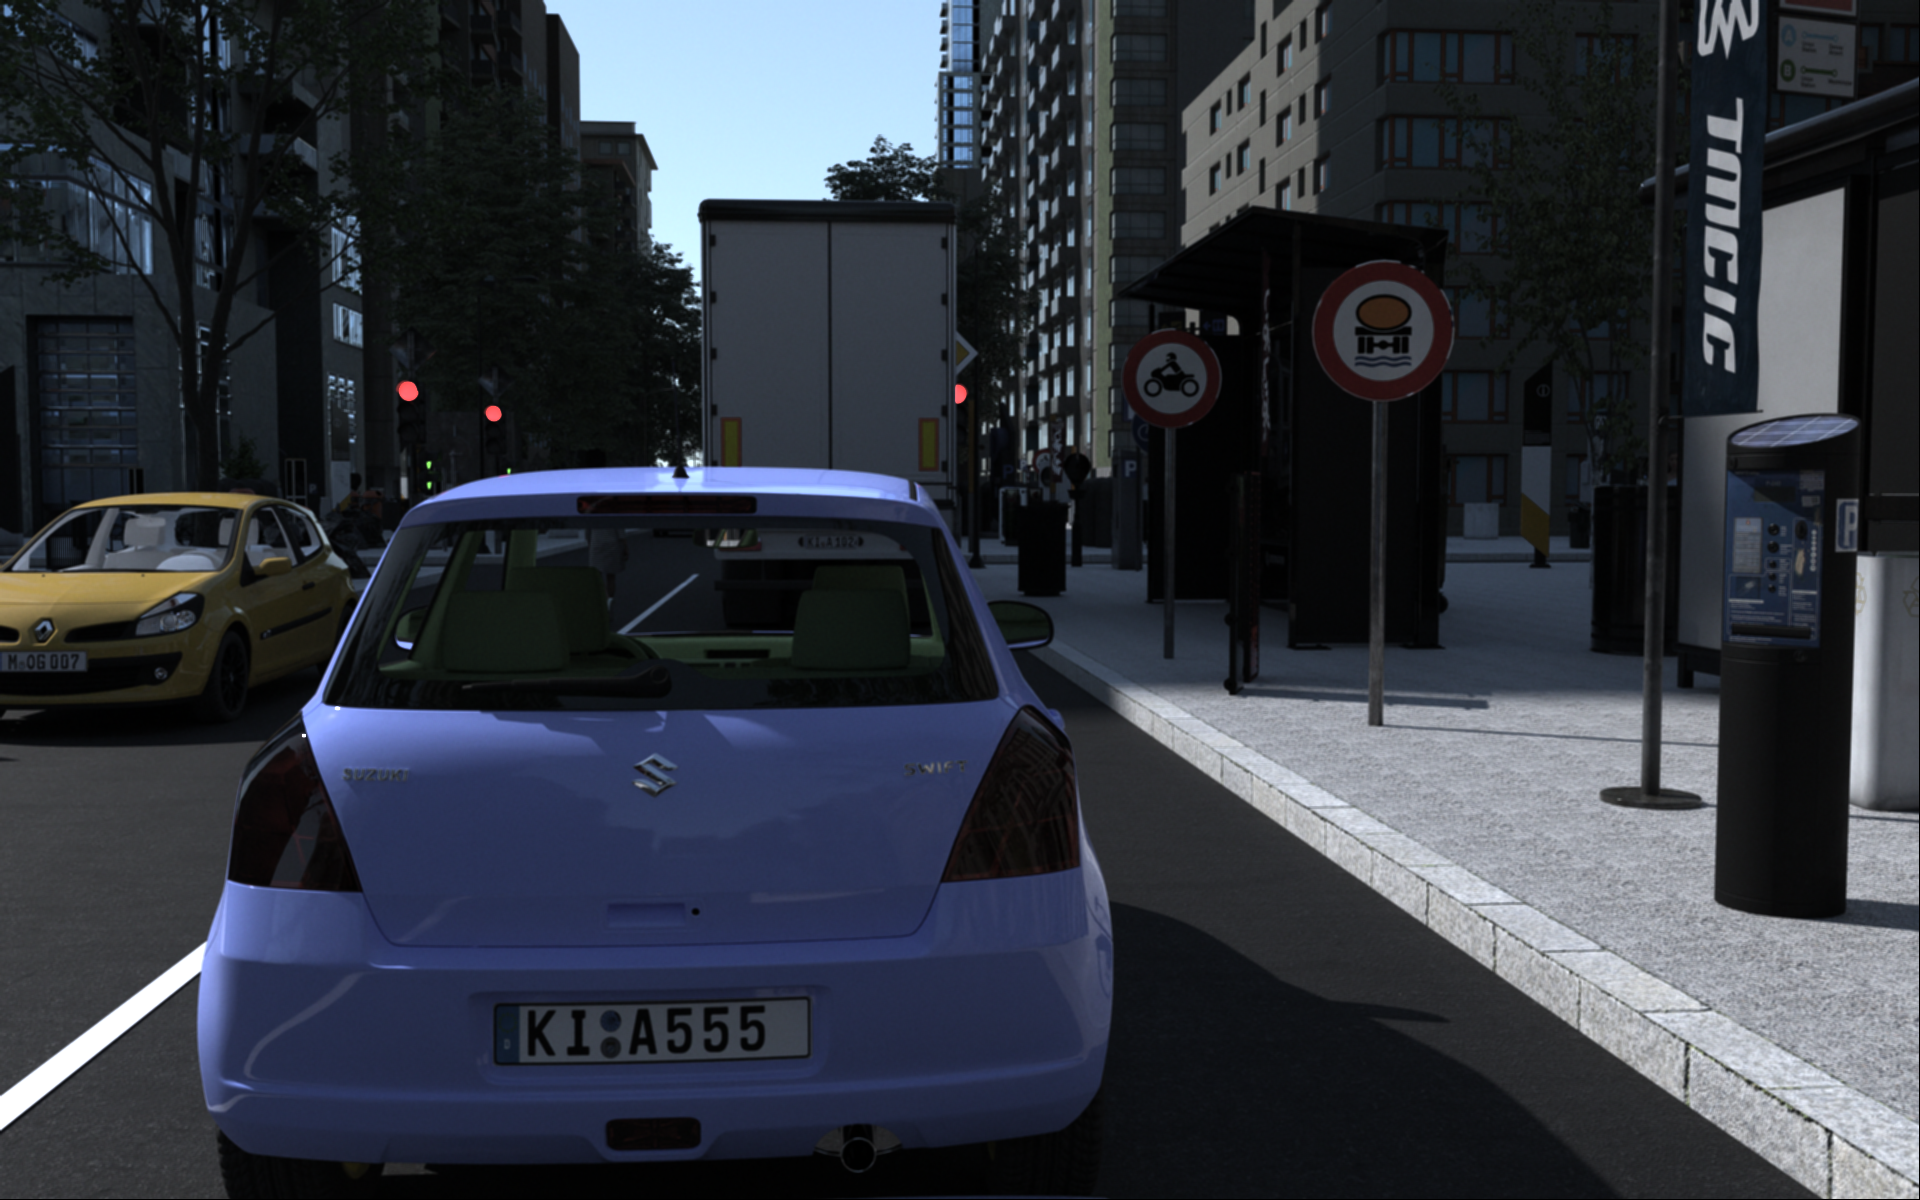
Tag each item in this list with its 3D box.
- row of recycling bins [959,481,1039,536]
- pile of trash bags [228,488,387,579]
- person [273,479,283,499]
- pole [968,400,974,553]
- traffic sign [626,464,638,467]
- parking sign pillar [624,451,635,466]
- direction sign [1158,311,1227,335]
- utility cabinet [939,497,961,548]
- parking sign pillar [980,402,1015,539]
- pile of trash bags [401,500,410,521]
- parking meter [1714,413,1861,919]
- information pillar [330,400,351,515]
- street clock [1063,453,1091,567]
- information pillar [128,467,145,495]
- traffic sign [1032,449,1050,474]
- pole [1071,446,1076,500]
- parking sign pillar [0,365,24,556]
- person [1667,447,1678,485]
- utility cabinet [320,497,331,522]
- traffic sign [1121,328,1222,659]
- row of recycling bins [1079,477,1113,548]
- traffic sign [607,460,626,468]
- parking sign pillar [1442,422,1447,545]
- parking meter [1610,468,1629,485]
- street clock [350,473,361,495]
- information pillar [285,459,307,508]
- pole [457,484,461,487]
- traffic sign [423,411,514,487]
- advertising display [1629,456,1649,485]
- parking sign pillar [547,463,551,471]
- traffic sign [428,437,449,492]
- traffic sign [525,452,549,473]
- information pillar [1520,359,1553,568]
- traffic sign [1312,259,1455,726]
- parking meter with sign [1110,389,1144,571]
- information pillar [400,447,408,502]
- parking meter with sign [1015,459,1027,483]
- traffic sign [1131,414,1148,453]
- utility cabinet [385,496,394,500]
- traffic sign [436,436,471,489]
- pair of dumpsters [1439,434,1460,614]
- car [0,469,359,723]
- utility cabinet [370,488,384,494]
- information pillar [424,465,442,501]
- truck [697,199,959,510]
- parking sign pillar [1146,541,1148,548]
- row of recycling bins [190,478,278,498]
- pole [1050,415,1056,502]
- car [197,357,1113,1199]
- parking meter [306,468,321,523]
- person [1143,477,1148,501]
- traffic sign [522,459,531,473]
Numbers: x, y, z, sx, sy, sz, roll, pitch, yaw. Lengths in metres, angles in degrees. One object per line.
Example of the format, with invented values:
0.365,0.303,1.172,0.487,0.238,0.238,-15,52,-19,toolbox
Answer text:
1.347,-2.839,53.534,3.534,1.692,1.069,-3,4,-38,row of recycling bins
-10.585,-1.040,26.755,1.912,1.369,3.447,-3,5,-43,pile of trash bags
-23.581,-3.280,59.856,0.728,1.800,0.709,-1,4,-9,person
0.288,-2.690,37.828,0.158,3.312,0.155,0,3,0,pole
-13.992,-4.511,73.863,0.768,2.556,0.104,0,4,-4,traffic sign
-17.837,-6.448,93.900,1.447,3.967,1.447,2,4,33,parking sign pillar
2.873,-1.804,21.497,0.876,3.537,0.379,2,4,25,direction sign
-0.479,-1.833,41.125,1.020,1.237,0.306,0,4,1,utility cabinet
1.243,-3.778,50.250,1.447,3.967,1.447,-1,4,-13,parking sign pillar
-14.471,-1.913,41.029,1.912,1.369,3.447,0,4,2,pile of trash bags
2.560,0.186,5.366,0.372,1.533,0.369,0,3,0,parking meter
-15.542,-3.185,43.434,0.183,3.616,0.504,3,5,39,information pillar
2.066,-1.592,30.605,0.471,2.002,0.358,0,4,6,street clock
-22.714,-2.650,47.815,0.304,2.012,0.304,2,4,32,information pillar
2.394,-2.972,48.692,0.768,2.556,0.104,0,4,-4,traffic sign
4.865,-4.903,74.002,0.158,3.312,0.155,0,3,0,pole
-20.403,-2.920,36.212,1.447,3.967,1.447,-1,4,-17,parking sign pillar
8.115,-0.829,19.696,0.778,1.811,0.616,-3,5,-42,person
-14.297,-1.683,38.681,0.306,1.237,1.020,0,4,-6,utility cabinet
1.630,-0.815,13.431,0.768,2.556,0.104,0,4,3,traffic sign
3.505,-2.182,42.784,1.069,1.692,3.534,0,4,-6,row of recycling bins
-12.664,-3.902,63.904,0.768,2.556,0.104,0,4,-4,traffic sign
11.626,-3.391,43.922,1.447,3.967,1.447,0,4,-4,parking sign pillar
14.794,-2.024,38.808,0.399,1.863,0.255,3,5,43,parking meter
-20.773,-3.360,59.499,0.471,2.002,0.358,3,5,41,street clock
-13.842,-1.936,36.147,0.304,2.012,0.304,3,5,39,information pillar
-27.040,-6.089,93.406,0.158,3.312,0.155,0,3,0,pole
-12.122,-2.987,42.714,2.265,3.308,0.079,0,4,3,traffic sign
11.797,-1.518,30.032,0.123,1.923,0.974,3,4,37,advertising display
-24.791,-7.141,105.231,1.447,3.967,1.447,0,4,-3,parking sign pillar
-11.494,-2.356,38.621,0.768,2.556,0.104,0,4,0,traffic sign
-13.136,-3.295,53.881,0.884,2.594,0.081,0,4,0,traffic sign
10.007,-2.365,30.026,0.504,3.616,0.183,1,4,11,information pillar
2.306,-0.576,9.527,0.768,2.556,0.104,0,4,3,traffic sign
2.878,-2.033,29.497,0.543,3.016,1.738,0,4,-5,parking meter with sign
-27.539,-5.781,85.881,0.504,3.616,0.183,3,4,37,information pillar
2.630,-5.590,87.656,0.543,3.016,1.738,-3,5,-39,parking meter with sign
2.667,-1.411,23.179,0.768,2.556,0.104,0,4,3,traffic sign
-23.285,-3.574,69.602,1.020,1.237,0.306,0,4,-5,utility cabinet
-11.157,-2.328,38.175,0.768,2.556,0.104,0,4,-2,traffic sign
4.401,-1.098,20.454,1.574,2.255,4.437,0,4,-5,pair of dumpsters
-5.484,-0.109,12.009,2.015,1.641,3.980,0,4,-4,car
-20.163,-3.138,59.984,0.318,1.500,1.173,-1,4,-10,utility cabinet
-12.193,-2.177,40.091,0.304,2.012,0.304,1,4,15,information pillar
-1.670,-2.032,22.143,2.839,4.237,11.283,0,4,-4,truck
5.118,-3.196,40.729,1.447,3.967,1.447,0,4,4,parking sign pillar
-18.481,-2.275,44.311,1.069,1.692,3.534,0,4,5,row of recycling bins
2.384,-3.098,44.501,0.158,3.312,0.155,0,3,0,pole
-0.659,0.297,4.734,1.945,1.707,3.694,0,4,-4,car
-14.191,-1.963,37.814,0.255,1.863,0.399,2,4,34,parking meter
6.027,-3.054,55.814,0.661,1.843,0.795,0,4,7,person
-15.937,-3.851,63.064,0.768,2.556,0.104,0,4,0,traffic sign
